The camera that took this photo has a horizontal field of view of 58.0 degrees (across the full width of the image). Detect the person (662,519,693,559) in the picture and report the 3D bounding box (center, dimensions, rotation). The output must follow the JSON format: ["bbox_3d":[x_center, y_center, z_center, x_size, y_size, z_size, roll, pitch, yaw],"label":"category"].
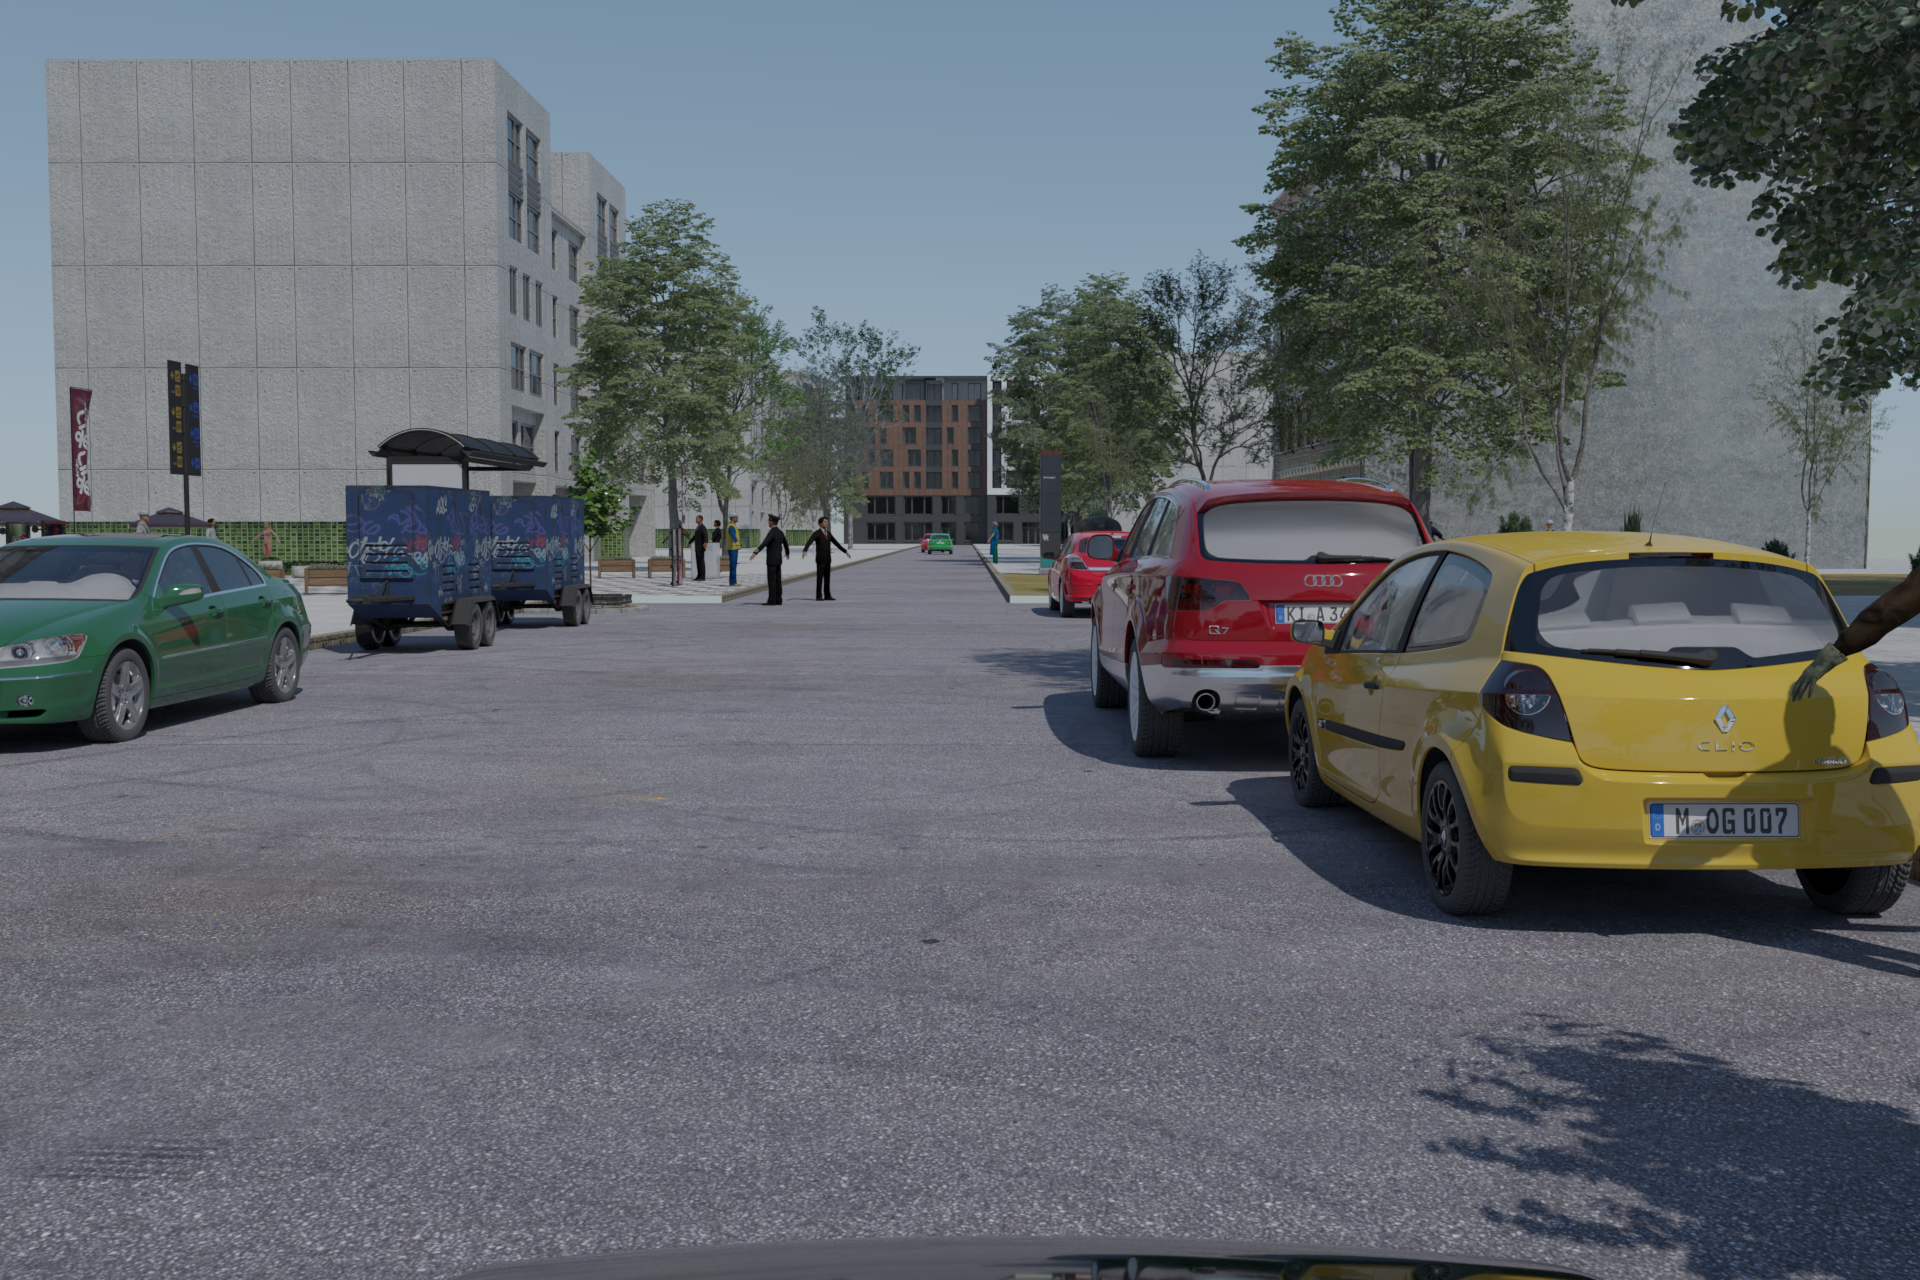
[{"bbox_3d":[-10.775,-3.701,66.283,1.354,1.858,0.705,2,4,23],"label":"person"}]

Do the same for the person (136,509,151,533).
[{"bbox_3d":[-18.455,-2.043,39.262,0.705,1.847,1.347,-1,4,-13],"label":"person"}]

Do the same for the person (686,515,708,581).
[{"bbox_3d":[-7.126,-2.512,47.303,0.704,1.802,1.346,-2,4,-30],"label":"person"}]

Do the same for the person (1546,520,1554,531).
[{"bbox_3d":[19.865,-3.191,58.644,0.721,1.772,1.216,-1,4,-11],"label":"person"}]

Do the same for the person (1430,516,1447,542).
[{"bbox_3d":[14.587,-2.949,53.993,1.354,1.856,0.705,1,4,18],"label":"person"}]

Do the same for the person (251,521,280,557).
[{"bbox_3d":[-24.633,-3.344,61.475,1.217,1.733,0.721,1,4,16],"label":"person"}]

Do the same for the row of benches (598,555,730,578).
[{"bbox_3d":[-8.535,-2.165,50.867,4.104,0.672,1.422,-1,4,-13],"label":"row of benches"}]

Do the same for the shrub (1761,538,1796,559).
[{"bbox_3d":[21.763,-2.147,46.224,1.383,1.207,1.383,0,3,0],"label":"shrub"}]

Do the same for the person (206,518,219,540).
[{"bbox_3d":[-24.970,-3.161,57.871,0.705,1.806,1.347,-1,4,-9],"label":"person"}]

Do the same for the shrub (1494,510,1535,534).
[{"bbox_3d":[17.567,-3.106,54.824,1.661,2.075,1.752,0,3,0],"label":"shrub"}]

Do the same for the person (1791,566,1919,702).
[{"bbox_3d":[3.334,0.191,5.469,1.346,1.812,0.704,0,4,-2],"label":"person"}]

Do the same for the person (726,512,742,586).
[{"bbox_3d":[-5.551,-2.244,42.658,0.705,1.833,1.349,-1,4,-11],"label":"person"}]

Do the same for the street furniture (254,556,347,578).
[{"bbox_3d":[-18.245,-2.287,53.012,10.072,0.657,5.734,-2,4,-24],"label":"street furniture"}]

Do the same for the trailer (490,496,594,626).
[{"bbox_3d":[-6.620,-1.185,26.426,1.471,1.999,3.904,0,4,0],"label":"trailer"}]

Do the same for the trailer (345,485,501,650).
[{"bbox_3d":[-6.702,-0.855,21.024,1.471,1.999,3.904,0,4,0],"label":"trailer"}]

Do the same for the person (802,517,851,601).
[{"bbox_3d":[-2.913,-1.748,37.216,0.705,1.806,1.347,3,5,45],"label":"person"}]

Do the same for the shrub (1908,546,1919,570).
[{"bbox_3d":[24.265,-1.968,43.294,1.383,1.207,1.383,0,3,0],"label":"shrub"}]

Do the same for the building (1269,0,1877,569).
[{"bbox_3d":[23.956,-14.728,71.732,19.493,23.208,18.063,0,4,0],"label":"building"}]

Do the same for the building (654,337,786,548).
[{"bbox_3d":[-27.155,-18.566,170.013,16.747,18.905,31.486,0,3,0],"label":"building"}]

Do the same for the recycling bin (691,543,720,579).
[{"bbox_3d":[-7.284,-2.265,49.592,0.722,1.027,0.722,0,4,2],"label":"recycling bin"}]

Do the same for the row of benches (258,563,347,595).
[{"bbox_3d":[-13.394,-1.324,37.104,4.104,0.672,1.422,-1,4,-21],"label":"row of benches"}]

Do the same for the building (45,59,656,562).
[{"bbox_3d":[-25.517,-13.098,80.603,16.747,18.905,31.486,0,4,0],"label":"building"}]

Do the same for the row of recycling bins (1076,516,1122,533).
[{"bbox_3d":[3.188,-2.035,40.393,1.069,1.692,3.534,0,4,1],"label":"row of recycling bins"}]

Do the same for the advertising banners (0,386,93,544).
[{"bbox_3d":[-10.514,-1.459,20.046,0.090,3.025,2.074,0,4,0],"label":"advertising banners"}]

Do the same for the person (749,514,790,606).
[{"bbox_3d":[-3.756,-1.612,34.750,0.705,1.837,1.347,2,4,28],"label":"person"}]

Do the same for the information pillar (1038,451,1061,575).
[{"bbox_3d":[2.850,-3.985,54.533,0.750,3.857,0.750,0,4,0],"label":"information pillar"}]

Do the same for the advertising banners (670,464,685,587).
[{"bbox_3d":[-6.993,-2.867,43.056,0.090,3.025,2.074,0,4,1],"label":"advertising banners"}]

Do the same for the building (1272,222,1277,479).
[{"bbox_3d":[23.735,-15.009,101.813,16.016,20.090,11.380,0,4,1],"label":"building"}]

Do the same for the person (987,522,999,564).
[{"bbox_3d":[1.453,-4.140,73.817,0.704,1.817,1.347,1,4,17],"label":"person"}]

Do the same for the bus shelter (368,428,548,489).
[{"bbox_3d":[-10.214,-2.560,35.785,2.014,3.302,5.546,0,4,1],"label":"bus shelter"}]

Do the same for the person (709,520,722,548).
[{"bbox_3d":[-7.880,-2.988,55.575,0.721,1.740,1.216,0,4,6],"label":"person"}]
